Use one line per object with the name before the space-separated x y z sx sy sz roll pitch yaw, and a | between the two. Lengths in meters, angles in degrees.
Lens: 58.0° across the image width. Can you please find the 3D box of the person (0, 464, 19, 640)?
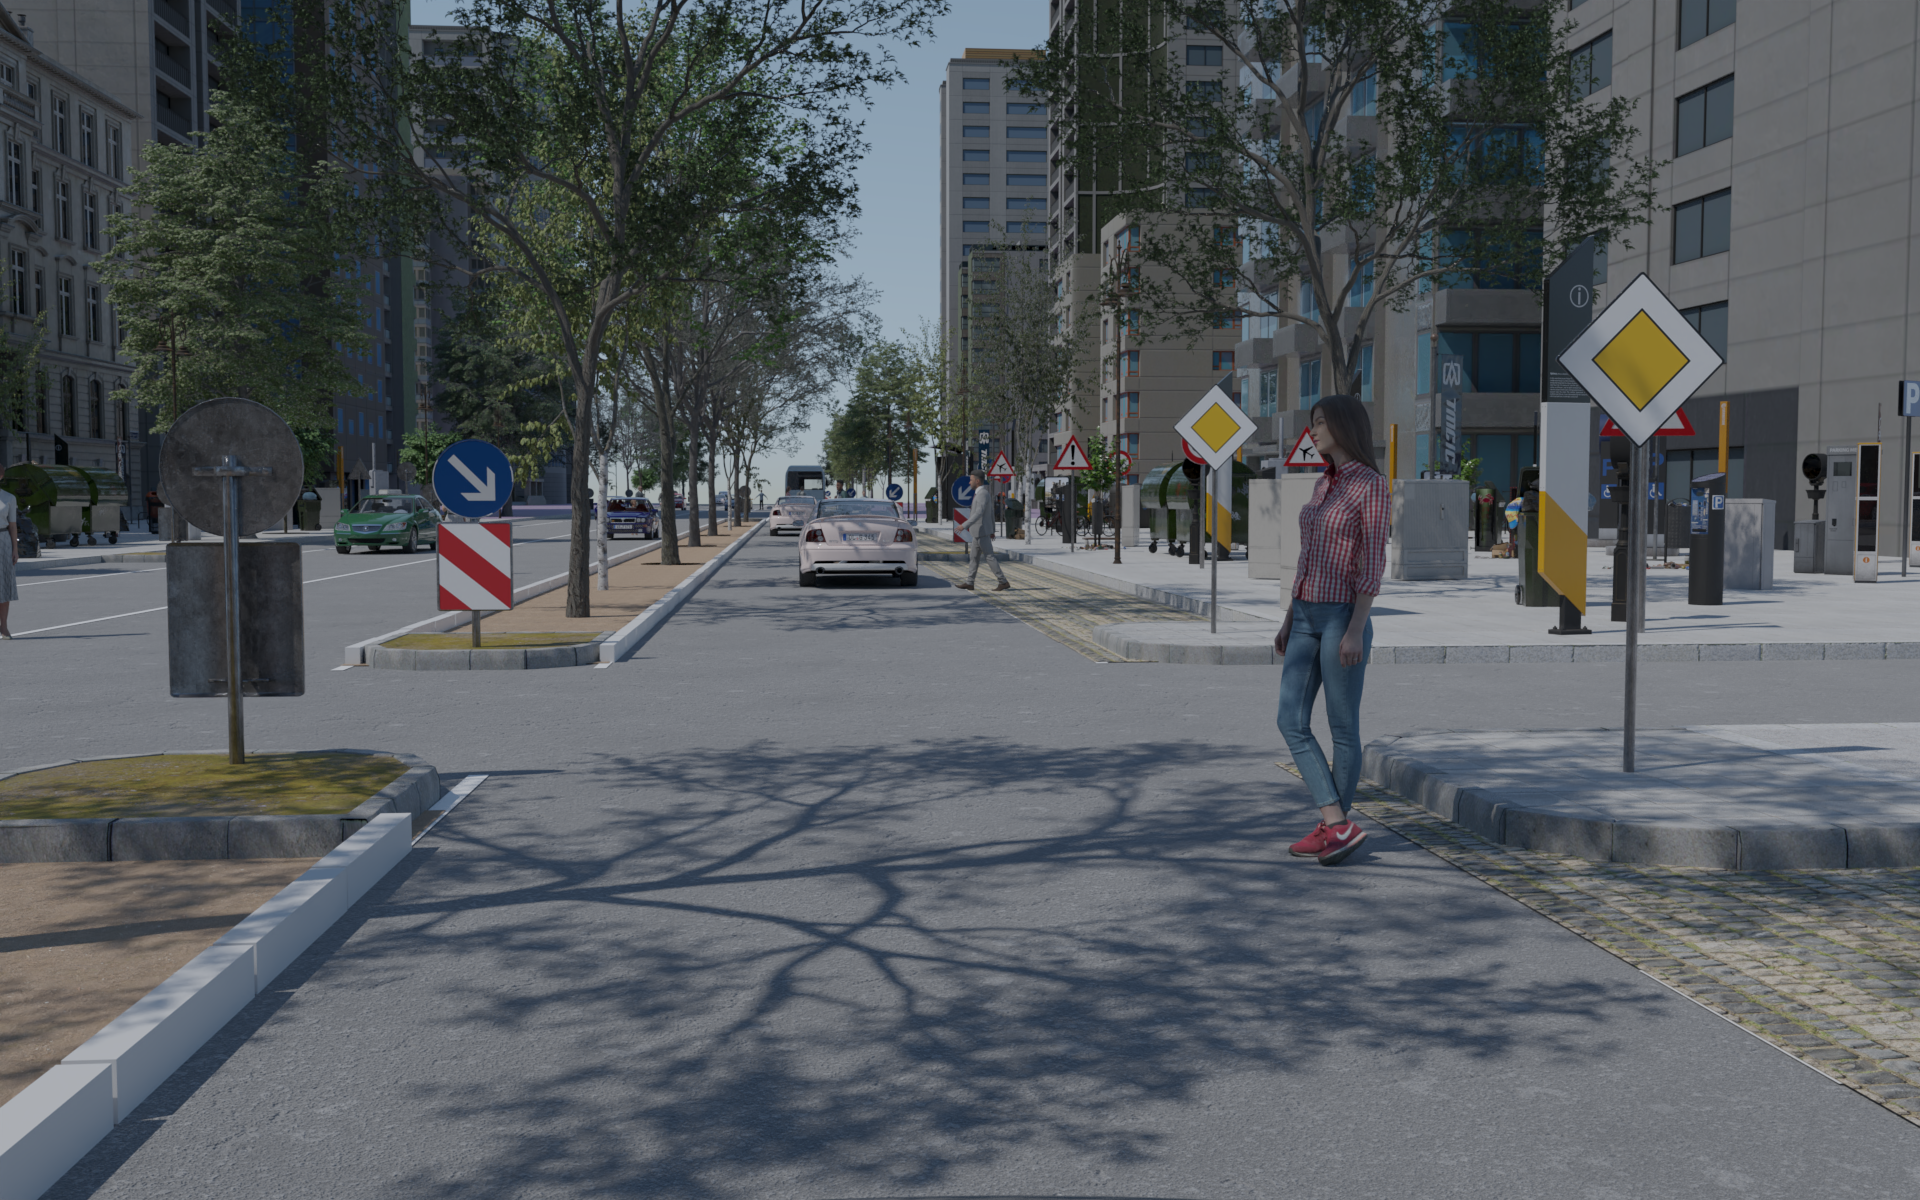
person | -9.460 -0.480 16.923 0.480 1.755 0.524 -3 4 -37

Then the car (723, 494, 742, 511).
car | -19.566 -8.478 150.615 2.014 1.417 4.499 0 4 -6

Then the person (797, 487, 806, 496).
person | -8.065 -4.898 88.687 0.635 1.810 0.391 1 4 21

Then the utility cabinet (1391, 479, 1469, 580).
utility cabinet | 7.005 -1.045 25.770 1.173 1.500 0.318 -1 4 -22

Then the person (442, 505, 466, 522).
person | -8.885 -1.315 30.564 0.524 1.755 0.480 3 5 41

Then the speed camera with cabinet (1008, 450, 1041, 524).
speed camera with cabinet | 2.805 -4.925 74.858 0.660 3.252 2.038 2 4 29

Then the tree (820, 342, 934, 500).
tree | -5.518 -12.920 129.364 7.486 12.596 7.792 0 3 0

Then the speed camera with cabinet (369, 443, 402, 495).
speed camera with cabinet | -22.075 -4.416 66.545 0.660 3.252 2.038 -3 4 -37

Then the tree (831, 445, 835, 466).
tree | -12.410 -14.924 194.373 4.737 8.622 4.395 0 3 0

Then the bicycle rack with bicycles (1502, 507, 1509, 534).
bicycle rack with bicycles | 18.361 -2.515 54.497 2.852 0.926 2.925 -1 4 -9

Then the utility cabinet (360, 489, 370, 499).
utility cabinet | -27.953 -4.504 82.321 1.173 1.500 0.318 2 4 24

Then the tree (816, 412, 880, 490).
tree | -15.595 -19.754 239.981 9.611 12.733 9.660 0 3 0

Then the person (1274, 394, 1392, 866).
person | 1.446 0.102 6.840 0.388 1.821 0.555 -2 4 -34

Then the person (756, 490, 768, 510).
person | -17.930 -9.040 156.289 1.348 1.826 0.705 -2 4 -30

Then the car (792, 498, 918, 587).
car | -1.695 -0.970 28.228 2.083 1.381 4.827 0 4 -5

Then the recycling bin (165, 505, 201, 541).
recycling bin | -21.567 -2.173 48.078 0.722 1.027 0.722 0 4 -3

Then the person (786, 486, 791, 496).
person | -8.780 -4.929 89.103 0.388 1.821 0.555 -1 4 -16

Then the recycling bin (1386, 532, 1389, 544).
recycling bin | 10.555 -1.959 44.579 0.722 1.027 0.722 -3 5 -41

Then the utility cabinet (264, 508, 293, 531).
utility cabinet | -24.160 -3.063 61.246 1.020 1.237 0.306 -2 4 -27

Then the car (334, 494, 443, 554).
car | -14.146 -1.914 43.085 2.131 1.459 4.920 0 4 -4

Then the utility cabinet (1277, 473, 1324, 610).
utility cabinet | 3.795 -0.602 18.514 0.318 1.500 1.173 -1 4 -11

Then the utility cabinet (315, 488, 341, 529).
utility cabinet | -23.102 -3.310 62.792 1.173 1.500 0.318 -3 5 -40

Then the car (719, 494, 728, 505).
car | -30.846 -13.331 227.560 1.945 1.707 3.694 0 4 -7

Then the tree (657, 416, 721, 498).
tree | -38.815 -19.933 242.904 9.611 12.733 9.660 0 3 0

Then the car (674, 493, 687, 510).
car | -25.125 -8.778 152.563 2.155 1.783 4.494 0 4 -4

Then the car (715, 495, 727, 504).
car | -29.796 -12.360 214.447 2.083 1.381 4.827 0 4 -6

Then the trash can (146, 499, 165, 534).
trash can | -25.683 -2.682 55.511 0.748 1.137 0.748 0 3 0

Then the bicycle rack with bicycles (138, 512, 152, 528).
bicycle rack with bicycles | -29.287 -3.163 65.103 2.852 0.926 2.925 2 4 28

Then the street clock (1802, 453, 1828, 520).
street clock | 15.250 -1.608 30.867 0.358 2.002 0.471 -1 4 -17

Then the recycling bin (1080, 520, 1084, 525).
recycling bin | 4.575 -3.487 69.559 0.722 1.027 0.722 3 5 43

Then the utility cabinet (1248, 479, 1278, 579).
utility cabinet | 4.923 -1.051 25.864 1.173 1.500 0.318 2 4 29

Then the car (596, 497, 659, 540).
car | -10.559 -2.605 55.167 1.945 1.354 3.894 0 4 -6

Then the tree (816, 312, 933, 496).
tree | -8.834 -19.664 177.402 12.611 20.169 13.585 0 3 0

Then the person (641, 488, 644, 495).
person | -18.595 -5.598 100.543 0.721 1.766 1.217 -2 4 -30

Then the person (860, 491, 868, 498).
person | -4.718 -4.581 85.210 0.589 1.601 0.330 0 4 -1

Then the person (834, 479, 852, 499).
person | -3.186 -2.324 46.488 0.713 1.824 0.794 0 4 -2

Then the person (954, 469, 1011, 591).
person | 0.329 -1.020 25.459 0.850 1.792 0.678 0 4 6

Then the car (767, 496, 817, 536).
car | -5.679 -2.925 60.188 2.083 1.381 4.827 0 4 -6

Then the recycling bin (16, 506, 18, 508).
recycling bin | -20.902 -1.525 37.490 0.722 1.027 0.722 0 4 -5

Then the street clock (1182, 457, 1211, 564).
street clock | 4.307 -1.655 31.623 0.471 2.002 0.358 2 4 31

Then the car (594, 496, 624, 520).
car | -19.166 -5.080 95.636 1.945 1.354 3.894 0 4 -6

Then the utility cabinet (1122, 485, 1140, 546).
utility cabinet | 4.177 -2.068 42.488 0.318 1.500 1.173 1 4 13

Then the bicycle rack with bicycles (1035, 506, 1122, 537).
bicycle rack with bicycles | 4.009 -2.419 52.932 2.852 0.926 2.925 -2 4 -30

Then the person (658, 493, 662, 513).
person | -15.242 -4.932 89.528 0.661 1.777 0.834 -3 4 -38

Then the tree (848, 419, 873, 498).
tree | -6.331 -11.743 142.365 4.737 8.622 4.395 0 3 0

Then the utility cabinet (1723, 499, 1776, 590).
utility cabinet | 10.522 -0.756 23.524 0.306 1.237 1.020 -2 4 -30

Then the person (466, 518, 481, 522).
person | -13.043 -2.287 46.459 0.524 1.755 0.480 3 5 39

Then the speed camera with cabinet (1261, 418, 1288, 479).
speed camera with cabinet | 8.079 -3.134 45.579 0.660 3.252 2.038 0 4 -5

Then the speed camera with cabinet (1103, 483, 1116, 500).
speed camera with cabinet | 8.643 -5.975 92.028 2.038 3.252 0.660 0 4 1

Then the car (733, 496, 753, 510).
car | -20.299 -9.271 161.803 2.015 1.641 3.980 0 4 -4

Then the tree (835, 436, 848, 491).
tree | -7.411 -12.065 147.626 4.737 8.622 4.395 0 3 0

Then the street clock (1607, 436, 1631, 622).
street clock | 6.676 -0.784 17.396 0.358 2.002 0.471 2 4 32

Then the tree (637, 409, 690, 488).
tree | -36.107 -17.958 211.733 7.486 12.596 7.792 0 3 0

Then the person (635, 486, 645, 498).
person | -14.510 -4.302 79.020 0.590 1.801 0.661 2 4 24
